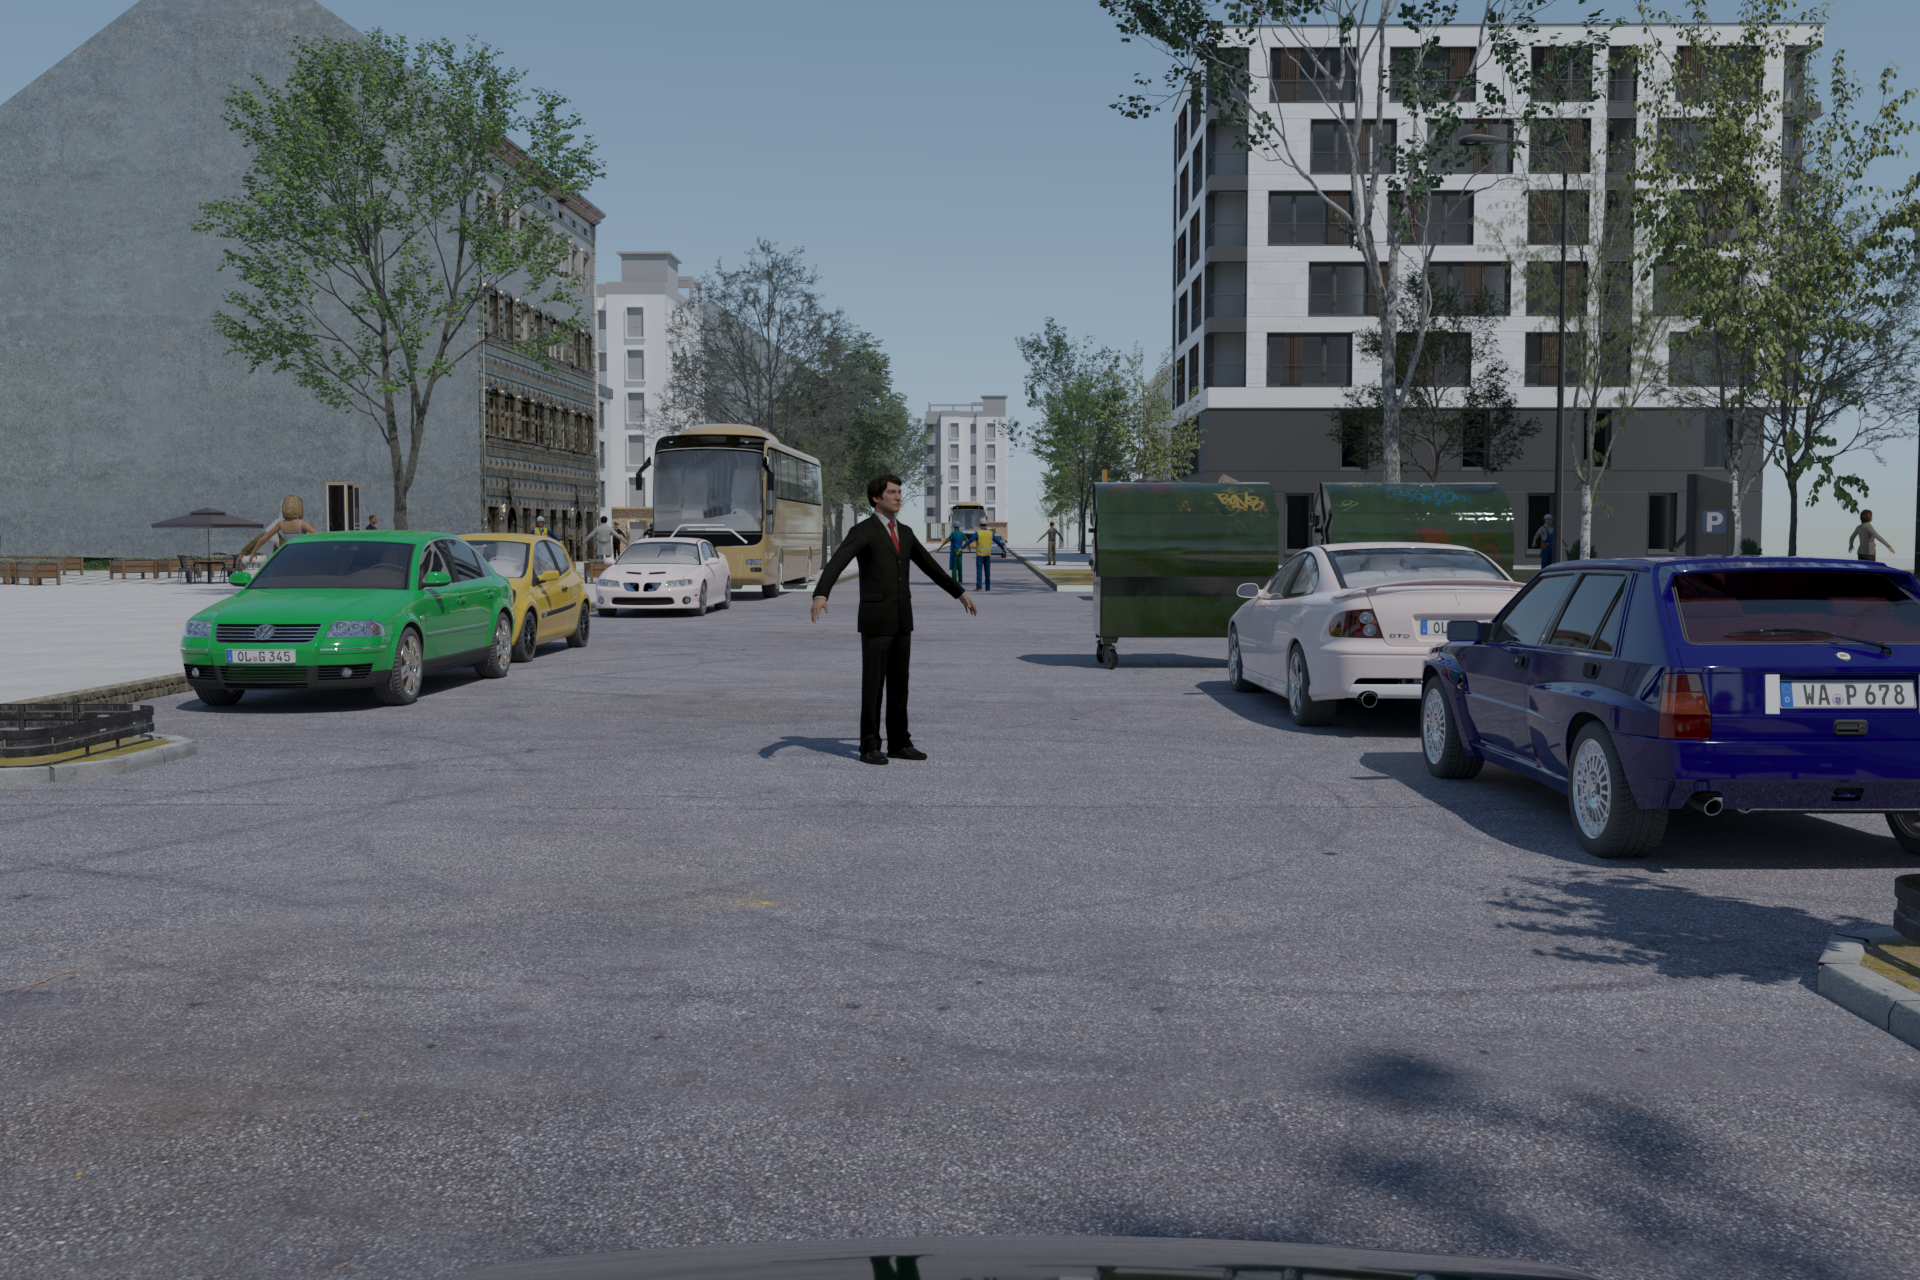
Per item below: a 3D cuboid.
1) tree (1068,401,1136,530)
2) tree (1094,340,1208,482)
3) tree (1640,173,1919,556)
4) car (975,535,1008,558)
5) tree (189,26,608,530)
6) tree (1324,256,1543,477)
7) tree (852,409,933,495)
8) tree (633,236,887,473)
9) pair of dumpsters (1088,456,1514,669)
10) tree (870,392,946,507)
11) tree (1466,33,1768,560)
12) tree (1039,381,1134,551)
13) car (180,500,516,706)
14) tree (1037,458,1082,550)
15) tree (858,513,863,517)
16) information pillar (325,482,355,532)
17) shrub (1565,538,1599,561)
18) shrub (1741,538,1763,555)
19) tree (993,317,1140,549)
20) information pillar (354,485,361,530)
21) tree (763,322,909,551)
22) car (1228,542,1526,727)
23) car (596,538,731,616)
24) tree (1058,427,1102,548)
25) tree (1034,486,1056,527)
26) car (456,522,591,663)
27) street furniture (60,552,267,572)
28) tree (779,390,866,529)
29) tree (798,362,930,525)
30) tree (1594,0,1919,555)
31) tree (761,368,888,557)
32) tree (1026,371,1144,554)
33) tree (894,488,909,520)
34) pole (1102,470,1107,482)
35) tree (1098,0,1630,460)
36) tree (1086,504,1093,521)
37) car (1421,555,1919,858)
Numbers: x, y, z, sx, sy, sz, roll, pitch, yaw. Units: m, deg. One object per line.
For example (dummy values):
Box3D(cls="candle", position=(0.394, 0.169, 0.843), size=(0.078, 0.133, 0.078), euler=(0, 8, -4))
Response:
Box3D(cls="tree", position=(7.680, -8.936, 96.473), size=(4.360, 8.622, 3.978), euler=(0, 3, 0))
Box3D(cls="tree", position=(7.276, -7.116, 66.701), size=(4.737, 8.622, 4.395), euler=(0, 3, 0))
Box3D(cls="tree", position=(28.939, -9.142, 59.848), size=(12.009, 13.543, 11.850), euler=(0, 3, 0))
Box3D(cls="car", position=(1.893, -5.652, 104.407), size=(2.014, 1.417, 4.499), euler=(0, 4, 0))
Box3D(cls="tree", position=(-11.175, -6.670, 34.804), size=(9.928, 11.665, 9.643), euler=(0, 3, 0))
Box3D(cls="tree", position=(15.925, -7.602, 58.701), size=(7.601, 10.594, 8.767), euler=(0, 4, 5))
Box3D(cls="tree", position=(-6.259, -12.957, 137.601), size=(9.928, 11.665, 9.643), euler=(0, 3, 0))
Box3D(cls="tree", position=(-7.893, -9.808, 70.731), size=(12.009, 13.543, 11.850), euler=(0, 3, 0))
Box3D(cls="pair of dumpsters", position=(3.608, -0.847, 18.794), size=(4.436, 2.255, 1.574), euler=(0, 4, 1))
Box3D(cls="tree", position=(-6.521, -14.649, 149.873), size=(12.009, 13.543, 11.850), euler=(0, 3, 0))
Box3D(cls="tree", position=(9.391, -4.657, 26.506), size=(4.360, 8.622, 3.978), euler=(0, 3, 0))
Box3D(cls="tree", position=(9.273, -12.832, 127.922), size=(7.486, 12.596, 7.792), euler=(0, 3, 0))
Box3D(cls="car", position=(-5.442, -0.434, 15.885), size=(1.959, 1.807, 4.718), euler=(0, 4, 1))
Box3D(cls="tree", position=(8.641, -11.418, 137.045), size=(4.360, 8.622, 3.978), euler=(0, 3, 0))
Box3D(cls="tree", position=(-17.359, -20.262, 237.936), size=(9.857, 13.997, 8.962), euler=(0, 3, 0))
Box3D(cls="information pillar", position=(-8.858, -1.242, 24.806), size=(0.304, 2.012, 0.304), euler=(0, 4, 1))
Box3D(cls="shrub", position=(19.849, -2.704, 55.321), size=(1.383, 1.207, 1.383), euler=(0, 3, 0))
Box3D(cls="shrub", position=(25.765, -2.786, 56.668), size=(1.383, 1.207, 1.383), euler=(0, 3, 0))
Box3D(cls="tree", position=(9.229, -17.934, 149.113), size=(12.611, 20.169, 13.585), euler=(0, 3, 0))
Box3D(cls="information pillar", position=(-9.248, -1.326, 26.172), size=(0.304, 2.012, 0.304), euler=(0, 4, 1))
Box3D(cls="tree", position=(-7.517, -12.199, 106.114), size=(9.857, 13.997, 8.962), euler=(0, 3, 0))
Box3D(cls="car", position=(3.412, -0.118, 14.286), size=(2.083, 1.381, 4.827), euler=(0, 4, 0))
Box3D(cls="car", position=(-5.351, -1.182, 31.694), size=(2.083, 1.381, 4.827), euler=(0, 4, 1))
Box3D(cls="tree", position=(8.294, -10.357, 119.701), size=(4.360, 8.622, 3.978), euler=(0, 3, 0))
Box3D(cls="tree", position=(12.670, -17.342, 233.900), size=(4.360, 8.622, 3.978), euler=(0, 3, 0))
Box3D(cls="car", position=(-5.609, -0.630, 20.532), size=(2.015, 1.641, 3.980), euler=(0, 4, 1))
Box3D(cls="street furniture", position=(-29.593, -2.762, 60.781), size=(10.072, 0.657, 5.734), euler=(0, 4, 6))
Box3D(cls="tree", position=(-7.610, -8.474, 88.912), size=(4.360, 8.622, 3.978), euler=(0, 3, 0))
Box3D(cls="tree", position=(-7.207, -12.814, 119.872), size=(12.009, 13.543, 11.850), euler=(0, 3, 0))
Box3D(cls="tree", position=(9.731, -4.330, 21.160), size=(4.737, 8.622, 4.395), euler=(0, 3, 0))
Box3D(cls="tree", position=(-7.364, -9.884, 96.013), size=(7.601, 10.594, 8.767), euler=(1, 4, 16))
Box3D(cls="tree", position=(7.887, -11.269, 110.009), size=(9.928, 11.665, 9.643), euler=(0, 3, 0))
Box3D(cls="tree", position=(-8.399, -17.345, 233.947), size=(4.360, 8.622, 3.978), euler=(0, 3, 0))
Box3D(cls="pole", position=(4.591, -3.742, 55.026), size=(0.158, 3.312, 0.155), euler=(0, 3, 0))
Box3D(cls="tree", position=(8.264, -11.120, 37.709), size=(12.611, 20.169, 13.585), euler=(0, 3, 0))
Box3D(cls="tree", position=(18.913, -17.324, 233.604), size=(4.360, 8.622, 3.978), euler=(0, 3, 0))
Box3D(cls="car", position=(3.645, 0.219, 9.005), size=(1.945, 1.354, 3.894), euler=(0, 4, 0))
